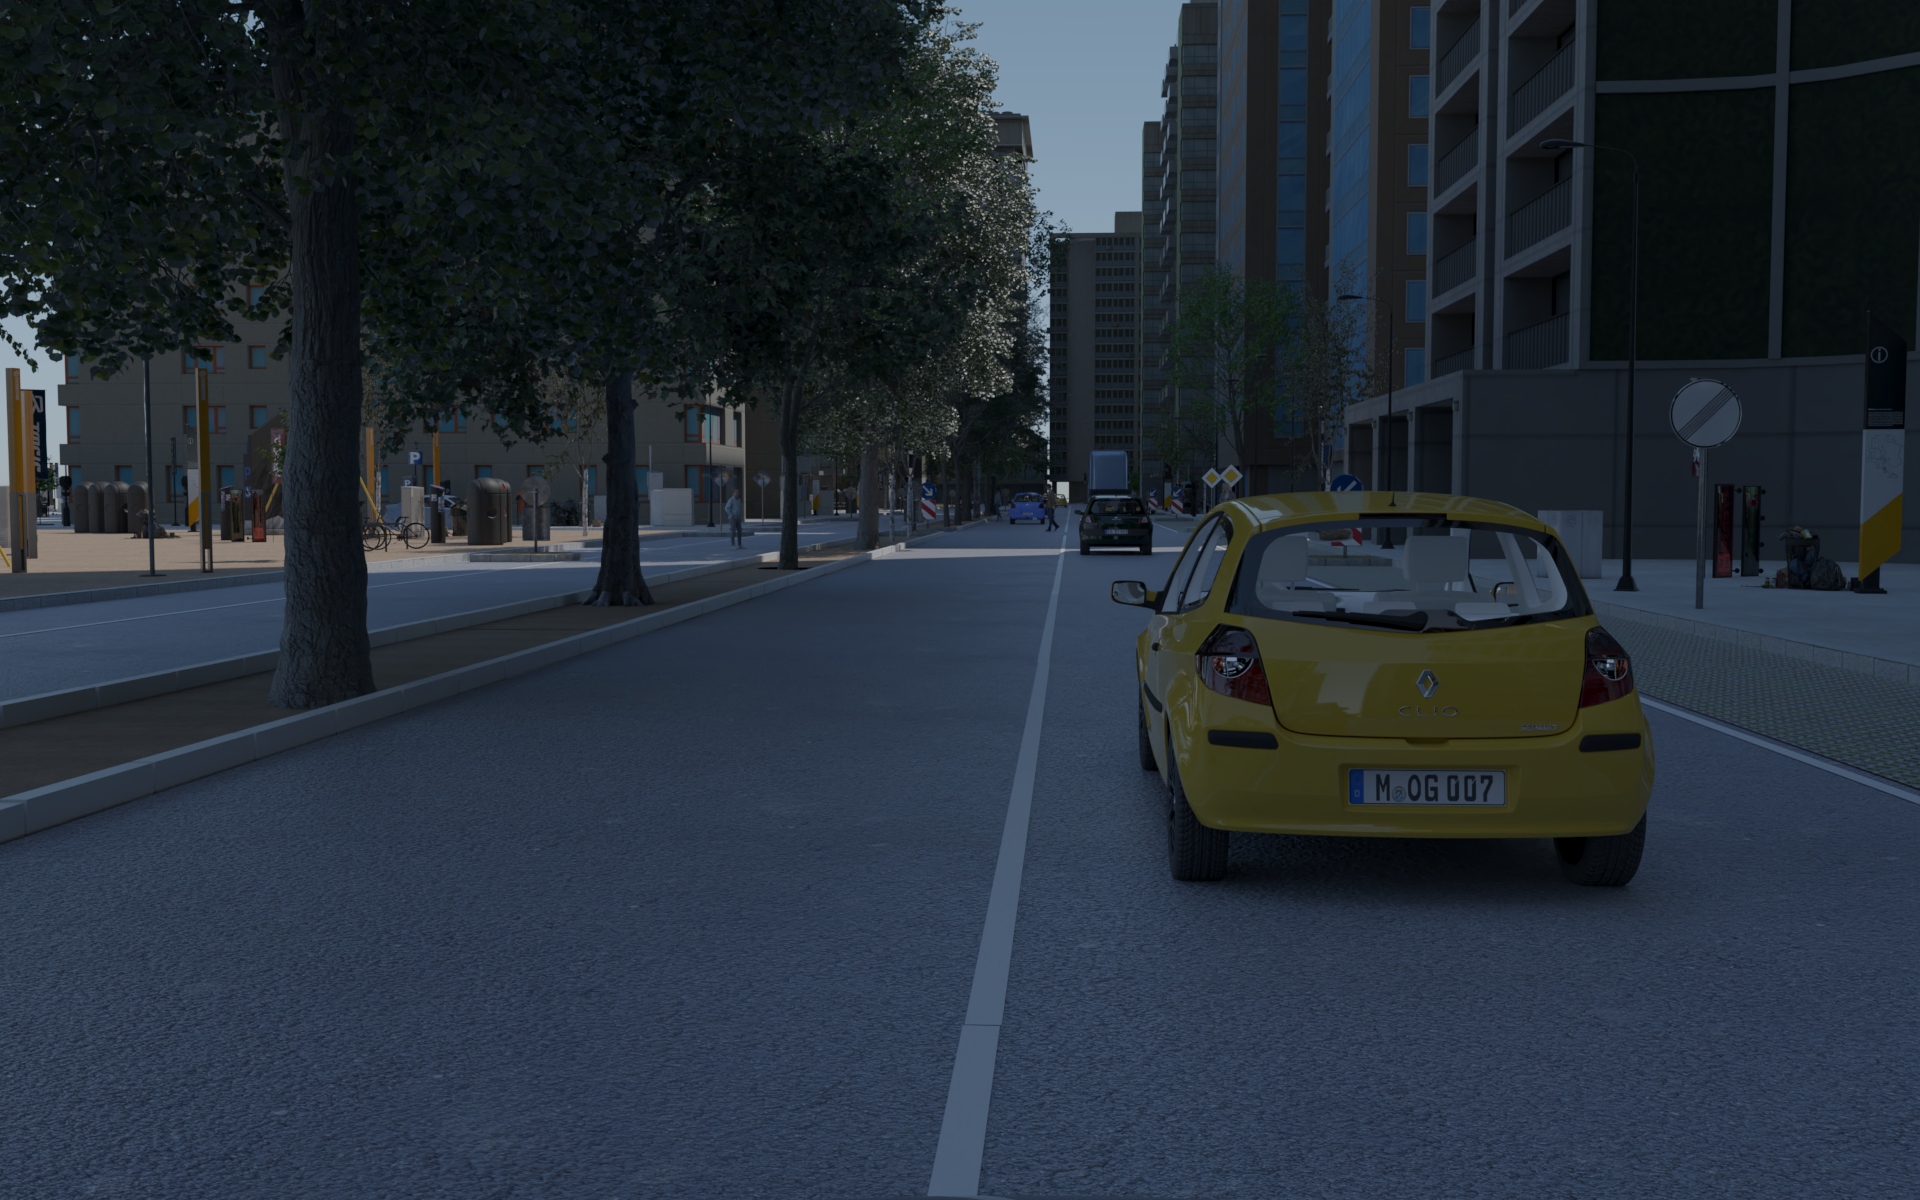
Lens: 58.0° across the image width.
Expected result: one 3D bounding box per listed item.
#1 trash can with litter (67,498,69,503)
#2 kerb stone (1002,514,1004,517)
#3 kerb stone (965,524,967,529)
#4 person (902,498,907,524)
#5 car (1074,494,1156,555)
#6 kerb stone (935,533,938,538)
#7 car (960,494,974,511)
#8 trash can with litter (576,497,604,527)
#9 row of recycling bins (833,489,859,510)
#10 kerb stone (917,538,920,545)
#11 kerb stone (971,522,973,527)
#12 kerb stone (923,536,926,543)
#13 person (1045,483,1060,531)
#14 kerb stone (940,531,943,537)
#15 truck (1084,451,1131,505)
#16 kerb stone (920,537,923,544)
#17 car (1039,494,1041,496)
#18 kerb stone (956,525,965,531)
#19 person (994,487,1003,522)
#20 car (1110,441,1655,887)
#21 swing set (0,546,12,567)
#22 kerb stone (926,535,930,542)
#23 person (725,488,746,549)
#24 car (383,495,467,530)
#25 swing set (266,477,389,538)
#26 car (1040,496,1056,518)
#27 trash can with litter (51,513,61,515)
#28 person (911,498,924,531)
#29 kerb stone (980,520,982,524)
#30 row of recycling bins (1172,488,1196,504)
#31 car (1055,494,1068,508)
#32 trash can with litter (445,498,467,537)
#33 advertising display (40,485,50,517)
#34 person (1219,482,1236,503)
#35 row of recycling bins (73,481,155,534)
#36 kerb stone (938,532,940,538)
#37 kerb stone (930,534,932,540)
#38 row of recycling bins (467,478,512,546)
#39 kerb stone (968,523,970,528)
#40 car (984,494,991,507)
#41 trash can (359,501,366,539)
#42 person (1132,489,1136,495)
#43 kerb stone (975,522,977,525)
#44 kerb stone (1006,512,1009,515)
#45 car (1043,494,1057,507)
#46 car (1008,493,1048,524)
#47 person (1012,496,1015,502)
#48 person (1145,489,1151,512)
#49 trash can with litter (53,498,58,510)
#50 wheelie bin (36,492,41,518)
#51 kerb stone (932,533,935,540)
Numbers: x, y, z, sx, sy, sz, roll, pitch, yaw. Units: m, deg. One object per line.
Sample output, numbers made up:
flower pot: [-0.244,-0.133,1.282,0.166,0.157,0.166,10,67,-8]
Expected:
trash can with litter: [-48.811,-5.135,95.351,0.624,1.170,1.055,-1,4,-13]
kerb stone: [2.466,-5.153,106.499,0.120,0.150,1.000,0,4,4]
kerb stone: [0.076,-2.901,69.676,0.120,0.150,1.000,0,4,4]
person: [-2.472,-4.512,82.470,0.583,1.804,0.606,-1,4,-9]
car: [3.772,-1.972,42.036,2.009,1.686,4.222,0,4,4]
kerb stone: [-0.887,-1.993,54.837,0.120,0.150,1.000,0,4,4]
car: [0.674,-8.441,147.793,2.009,1.686,4.222,0,4,2]
trash can with litter: [-14.359,-3.419,67.284,1.055,1.170,0.624,1,4,9]
row of recycling bins: [-8.997,-8.131,140.048,3.534,1.692,1.069,3,5,41]
kerb stone: [-1.293,-1.620,48.690,0.120,0.150,1.000,0,4,4]
kerb stone: [0.346,-3.154,73.761,0.120,0.150,1.000,0,4,4]
kerb stone: [-1.161,-1.746,50.745,0.120,0.150,1.000,0,4,4]
person: [3.513,-3.570,66.773,0.836,1.842,0.656,-3,5,-44]
kerb stone: [-0.747,-2.121,56.877,0.120,0.150,1.000,0,4,4]
truck: [8.976,-6.880,102.244,2.967,4.110,18.799,0,4,3]
kerb stone: [-1.226,-1.681,49.716,0.120,0.150,1.000,0,4,4]
car: [5.606,-7.473,132.413,2.015,1.641,3.980,0,4,2]
kerb stone: [0.017,-2.838,68.655,0.120,0.150,1.000,0,4,4]
person: [2.006,-5.001,90.527,0.793,1.790,0.793,-3,4,-38]
car: [1.702,0.149,7.792,2.015,1.641,3.980,0,4,3]
swing set: [-17.458,-1.889,28.510,2.862,2.851,3.119,-1,4,-23]
kerb stone: [-1.088,-1.809,51.778,0.120,0.150,1.000,0,4,4]
person: [-5.847,-2.126,45.066,0.330,1.601,0.589,3,5,42]
car: [-18.994,-3.186,64.091,4.499,1.417,2.014,0,4,3]
swing set: [-18.329,-3.194,49.845,2.862,2.851,3.119,0,4,2]
car: [4.677,-5.463,101.892,1.945,1.354,3.894,0,4,5]
trash can with litter: [-54.654,-5.789,105.704,2.233,1.210,1.678,0,4,-7]
person: [-1.662,-3.389,64.395,0.515,1.767,0.782,-1,4,-20]
kerb stone: [0.809,-3.585,80.936,0.120,0.150,1.000,0,4,4]
row of recycling bins: [15.419,-6.832,118.815,1.069,1.692,3.534,0,4,-8]
car: [10.442,-10.574,183.111,2.015,1.641,3.980,0,4,5]
trash can with litter: [-15.362,-2.505,52.346,1.055,1.170,0.624,0,4,-4]
advertising display: [-50.677,-5.546,95.898,0.974,1.923,0.123,3,5,39]
person: [8.421,-2.810,54.629,0.537,1.800,0.526,2,4,32]
row of recycling bins: [-27.809,-3.044,56.879,3.534,1.692,1.069,2,4,29]
kerb stone: [-0.828,-2.059,55.858,0.120,0.150,1.000,0,4,4]
kerb stone: [-1.022,-1.871,52.798,0.120,0.150,1.000,0,4,4]
row of recycling bins: [-12.174,-2.300,44.723,1.069,1.692,3.534,-1,4,-10]
kerb stone: [0.208,-3.029,71.716,0.120,0.150,1.000,0,4,4]
car: [3.610,-11.120,191.593,2.009,1.686,4.222,0,4,3]
trash can: [-13.077,-1.551,37.009,0.748,1.137,0.748,0,3,0]
person: [13.909,-7.929,137.981,0.795,1.843,0.661,3,5,40]
kerb stone: [0.542,-3.343,76.846,0.120,0.150,1.000,0,4,4]
kerb stone: [2.987,-5.657,114.691,0.120,0.150,1.000,0,4,4]
car: [9.723,-11.027,189.329,2.155,1.783,4.494,0,4,4]
car: [3.252,-4.504,83.224,1.945,1.707,3.694,0,4,3]
person: [3.251,-5.676,105.586,0.425,1.301,0.394,-2,4,-30]
person: [14.623,-7.688,134.113,0.656,1.842,0.836,0,4,0]
trash can with litter: [-67.458,-7.199,129.083,1.055,1.170,0.624,-3,4,-37]
wheelie bin: [-51.617,-5.422,96.551,0.980,1.594,0.693,0,4,-3]
kerb stone: [-0.954,-1.931,53.817,0.120,0.150,1.000,0,4,4]
